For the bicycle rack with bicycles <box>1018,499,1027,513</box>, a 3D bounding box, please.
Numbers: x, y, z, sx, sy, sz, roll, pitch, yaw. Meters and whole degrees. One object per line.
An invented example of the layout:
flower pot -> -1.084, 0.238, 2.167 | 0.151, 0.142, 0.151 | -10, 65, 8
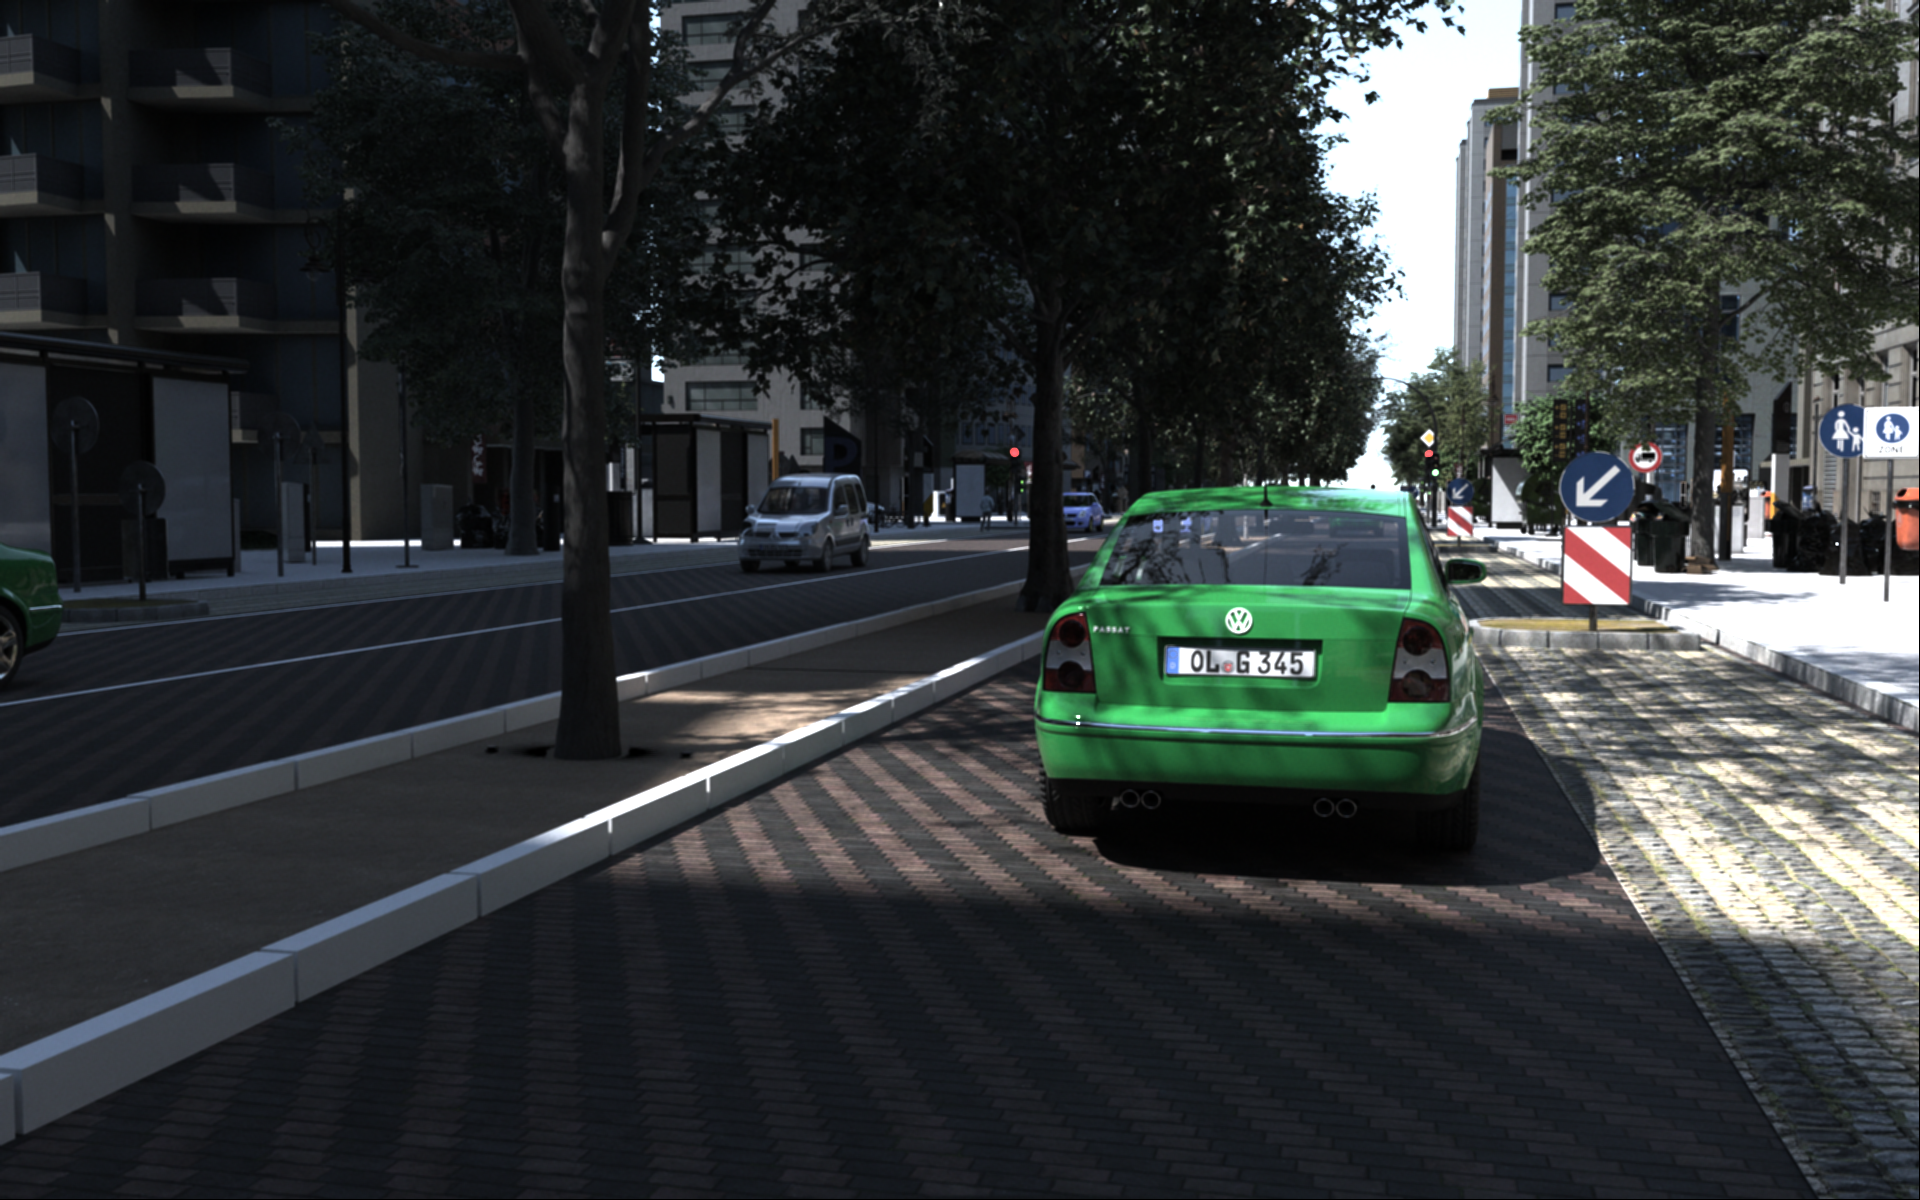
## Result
bicycle rack with bicycles -> 5.088, -6.309, 116.531 | 2.925, 0.926, 2.852 | 2, 4, 25

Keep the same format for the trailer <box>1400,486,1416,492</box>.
trailer -> 30.677, -6.836, 118.814 | 1.471, 1.999, 3.904 | 1, 4, 13

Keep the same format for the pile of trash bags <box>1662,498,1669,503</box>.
pile of trash bags -> 35.079, -4.796, 88.173 | 1.912, 1.369, 3.447 | 2, 4, 26

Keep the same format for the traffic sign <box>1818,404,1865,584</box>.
traffic sign -> 12.552, -1.495, 24.555 | 0.768, 2.556, 0.104 | 1, 4, 16

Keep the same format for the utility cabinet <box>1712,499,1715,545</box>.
utility cabinet -> 14.643, -1.399, 34.032 | 0.306, 1.237, 1.020 | 1, 4, 19

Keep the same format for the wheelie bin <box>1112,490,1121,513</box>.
wheelie bin -> 10.797, -6.818, 119.379 | 0.693, 1.594, 0.980 | 0, 4, -5

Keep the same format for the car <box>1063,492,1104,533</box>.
car -> 4.332, -3.406, 65.284 | 1.945, 1.707, 3.694 | 1, 4, 14

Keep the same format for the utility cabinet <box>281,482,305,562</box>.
utility cabinet -> -12.571, -1.465, 32.628 | 0.318, 1.500, 1.173 | -2, 4, -28

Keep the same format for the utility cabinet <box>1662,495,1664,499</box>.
utility cabinet -> 37.870, -5.049, 93.705 | 0.306, 1.237, 1.020 | 2, 4, 27

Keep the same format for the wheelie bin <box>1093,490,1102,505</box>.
wheelie bin -> 9.449, -6.831, 119.598 | 0.693, 1.594, 0.980 | 1, 4, 15

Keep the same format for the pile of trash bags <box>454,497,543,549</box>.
pile of trash bags -> -11.484, -1.948, 41.601 | 3.447, 1.369, 1.912 | 2, 4, 25

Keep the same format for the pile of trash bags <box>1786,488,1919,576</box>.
pile of trash bags -> 14.462, -1.071, 27.267 | 1.912, 1.369, 3.447 | 1, 4, 9

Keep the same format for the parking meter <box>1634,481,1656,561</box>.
parking meter -> 13.212, -1.529, 33.416 | 0.372, 1.533, 0.369 | 0, 3, 0

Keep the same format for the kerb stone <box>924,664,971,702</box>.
kerb stone -> -0.114, 0.601, 12.363 | 0.120, 0.150, 1.000 | 1, 4, 13

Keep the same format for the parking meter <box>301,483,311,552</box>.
parking meter -> -14.587, -1.832, 38.369 | 0.372, 1.533, 0.369 | 0, 3, 0

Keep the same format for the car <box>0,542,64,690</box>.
car -> -8.118, -0.152, 11.282 | 1.959, 1.807, 4.718 | 1, 4, 14

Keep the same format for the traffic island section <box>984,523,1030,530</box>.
traffic island section -> 2.268, -2.970, 70.846 | 2.009, 0.180, 2.903 | 1, 4, 13

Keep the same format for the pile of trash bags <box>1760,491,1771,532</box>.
pile of trash bags -> 26.811, -2.999, 58.791 | 1.912, 1.369, 3.447 | 0, 4, 1

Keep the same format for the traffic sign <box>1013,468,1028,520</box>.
traffic sign -> 2.940, -5.189, 84.952 | 0.768, 2.556, 0.104 | 1, 4, 19

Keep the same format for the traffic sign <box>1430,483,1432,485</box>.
traffic sign -> 33.604, -7.515, 122.968 | 0.768, 2.556, 0.104 | 1, 4, 22

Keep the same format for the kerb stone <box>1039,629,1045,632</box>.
kerb stone -> 0.844, 0.358, 16.350 | 0.120, 0.150, 1.000 | 1, 4, 13

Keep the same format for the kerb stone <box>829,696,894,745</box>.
kerb stone -> -0.601, 0.724, 10.367 | 0.120, 0.150, 1.000 | 1, 4, 13

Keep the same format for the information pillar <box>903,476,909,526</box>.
information pillar -> -2.099, -4.024, 70.278 | 0.304, 2.012, 0.304 | 2, 4, 31

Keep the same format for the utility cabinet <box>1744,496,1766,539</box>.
utility cabinet -> 22.479, -2.350, 49.587 | 1.020, 1.237, 0.306 | 2, 4, 31

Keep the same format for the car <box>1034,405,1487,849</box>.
car -> 1.591, 0.017, 8.513 | 1.959, 1.807, 4.718 | 1, 4, 15

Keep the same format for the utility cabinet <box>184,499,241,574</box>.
utility cabinet -> -12.200, -1.034, 28.075 | 0.306, 1.237, 1.020 | 2, 4, 34

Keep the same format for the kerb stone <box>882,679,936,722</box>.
kerb stone -> -0.358, 0.663, 11.360 | 0.120, 0.150, 1.000 | 1, 4, 13

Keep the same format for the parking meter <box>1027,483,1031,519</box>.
parking meter -> 3.648, -5.165, 90.162 | 0.255, 1.863, 0.399 | 0, 4, -5

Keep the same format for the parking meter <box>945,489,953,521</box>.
parking meter -> -0.497, -4.451, 81.177 | 0.372, 1.533, 0.369 | 0, 3, 0

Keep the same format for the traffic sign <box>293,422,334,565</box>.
traffic sign -> -11.656, -1.908, 31.196 | 0.884, 2.594, 0.081 | 1, 4, 18

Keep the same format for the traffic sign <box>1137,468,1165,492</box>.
traffic sign -> 15.052, -8.737, 136.716 | 2.265, 3.308, 0.079 | 1, 4, 18

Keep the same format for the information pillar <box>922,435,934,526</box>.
information pillar -> -1.270, -4.749, 68.997 | 0.504, 3.616, 0.183 | 3, 5, 41

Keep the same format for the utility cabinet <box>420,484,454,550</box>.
utility cabinet -> -11.950, -1.893, 39.626 | 0.318, 1.500, 1.173 | 0, 4, 5

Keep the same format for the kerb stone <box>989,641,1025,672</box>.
kerb stone -> 0.358, 0.479, 14.364 | 0.120, 0.150, 1.000 | 1, 4, 13

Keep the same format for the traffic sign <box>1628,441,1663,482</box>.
traffic sign -> 16.460, -2.541, 41.649 | 0.768, 2.556, 0.104 | 1, 4, 23

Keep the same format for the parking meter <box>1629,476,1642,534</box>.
parking meter -> 21.928, -3.091, 56.254 | 0.255, 1.863, 0.399 | 2, 4, 35

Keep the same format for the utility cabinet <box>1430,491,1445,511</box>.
utility cabinet -> 36.257, -7.518, 131.600 | 1.173, 1.500, 0.318 | 1, 4, 16

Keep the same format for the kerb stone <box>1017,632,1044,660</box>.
kerb stone -> 0.603, 0.421, 15.356 | 0.120, 0.150, 1.000 | 1, 4, 13

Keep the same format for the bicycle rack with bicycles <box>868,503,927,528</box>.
bicycle rack with bicycles -> -2.604, -3.246, 66.454 | 2.925, 0.926, 2.852 | -1, 4, -20

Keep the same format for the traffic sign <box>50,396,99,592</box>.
traffic sign -> -11.527, -1.372, 22.538 | 0.768, 2.556, 0.104 | 1, 4, 16

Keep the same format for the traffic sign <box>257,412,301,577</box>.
traffic sign -> -10.575, -1.638, 26.888 | 0.768, 2.556, 0.104 | 1, 4, 14

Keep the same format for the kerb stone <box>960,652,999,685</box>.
kerb stone -> 0.119, 0.541, 13.358 | 0.120, 0.150, 1.000 | 1, 4, 13

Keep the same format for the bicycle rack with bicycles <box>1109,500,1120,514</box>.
bicycle rack with bicycles -> 9.574, -6.131, 113.624 | 2.852, 0.926, 2.925 | 1, 4, 19

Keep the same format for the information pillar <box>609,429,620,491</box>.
information pillar -> -9.134, -3.330, 45.803 | 0.183, 3.616, 0.504 | 1, 4, 14

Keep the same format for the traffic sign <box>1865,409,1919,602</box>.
traffic sign -> 11.021, -1.126, 20.540 | 0.606, 2.300, 0.079 | 1, 4, 17

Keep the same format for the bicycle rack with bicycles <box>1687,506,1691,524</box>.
bicycle rack with bicycles -> 31.611, -3.803, 75.561 | 2.925, 0.926, 2.852 | 3, 5, 40

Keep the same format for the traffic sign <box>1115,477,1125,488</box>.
traffic sign -> 11.638, -7.717, 126.273 | 0.768, 2.556, 0.104 | 1, 4, 20

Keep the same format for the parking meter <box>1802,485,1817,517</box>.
parking meter -> 23.998, -2.479, 48.945 | 0.372, 1.533, 0.369 | 0, 3, 0

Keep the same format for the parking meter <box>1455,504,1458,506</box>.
parking meter -> 29.866, -6.002, 103.846 | 0.399, 1.863, 0.255 | -2, 4, -27

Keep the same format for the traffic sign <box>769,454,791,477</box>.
traffic sign -> -5.803, -3.392, 55.571 | 0.768, 2.556, 0.104 | 1, 4, 17

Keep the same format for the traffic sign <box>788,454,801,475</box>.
traffic sign -> -5.512, -3.479, 56.886 | 0.884, 2.594, 0.081 | 1, 4, 19

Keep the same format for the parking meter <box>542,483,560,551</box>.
parking meter -> -9.202, -1.871, 38.995 | 0.372, 1.533, 0.369 | 0, 3, 0

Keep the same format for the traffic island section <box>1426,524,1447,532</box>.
traffic island section -> 18.352, -2.735, 66.991 | 2.009, 0.180, 2.903 | 1, 4, 13
